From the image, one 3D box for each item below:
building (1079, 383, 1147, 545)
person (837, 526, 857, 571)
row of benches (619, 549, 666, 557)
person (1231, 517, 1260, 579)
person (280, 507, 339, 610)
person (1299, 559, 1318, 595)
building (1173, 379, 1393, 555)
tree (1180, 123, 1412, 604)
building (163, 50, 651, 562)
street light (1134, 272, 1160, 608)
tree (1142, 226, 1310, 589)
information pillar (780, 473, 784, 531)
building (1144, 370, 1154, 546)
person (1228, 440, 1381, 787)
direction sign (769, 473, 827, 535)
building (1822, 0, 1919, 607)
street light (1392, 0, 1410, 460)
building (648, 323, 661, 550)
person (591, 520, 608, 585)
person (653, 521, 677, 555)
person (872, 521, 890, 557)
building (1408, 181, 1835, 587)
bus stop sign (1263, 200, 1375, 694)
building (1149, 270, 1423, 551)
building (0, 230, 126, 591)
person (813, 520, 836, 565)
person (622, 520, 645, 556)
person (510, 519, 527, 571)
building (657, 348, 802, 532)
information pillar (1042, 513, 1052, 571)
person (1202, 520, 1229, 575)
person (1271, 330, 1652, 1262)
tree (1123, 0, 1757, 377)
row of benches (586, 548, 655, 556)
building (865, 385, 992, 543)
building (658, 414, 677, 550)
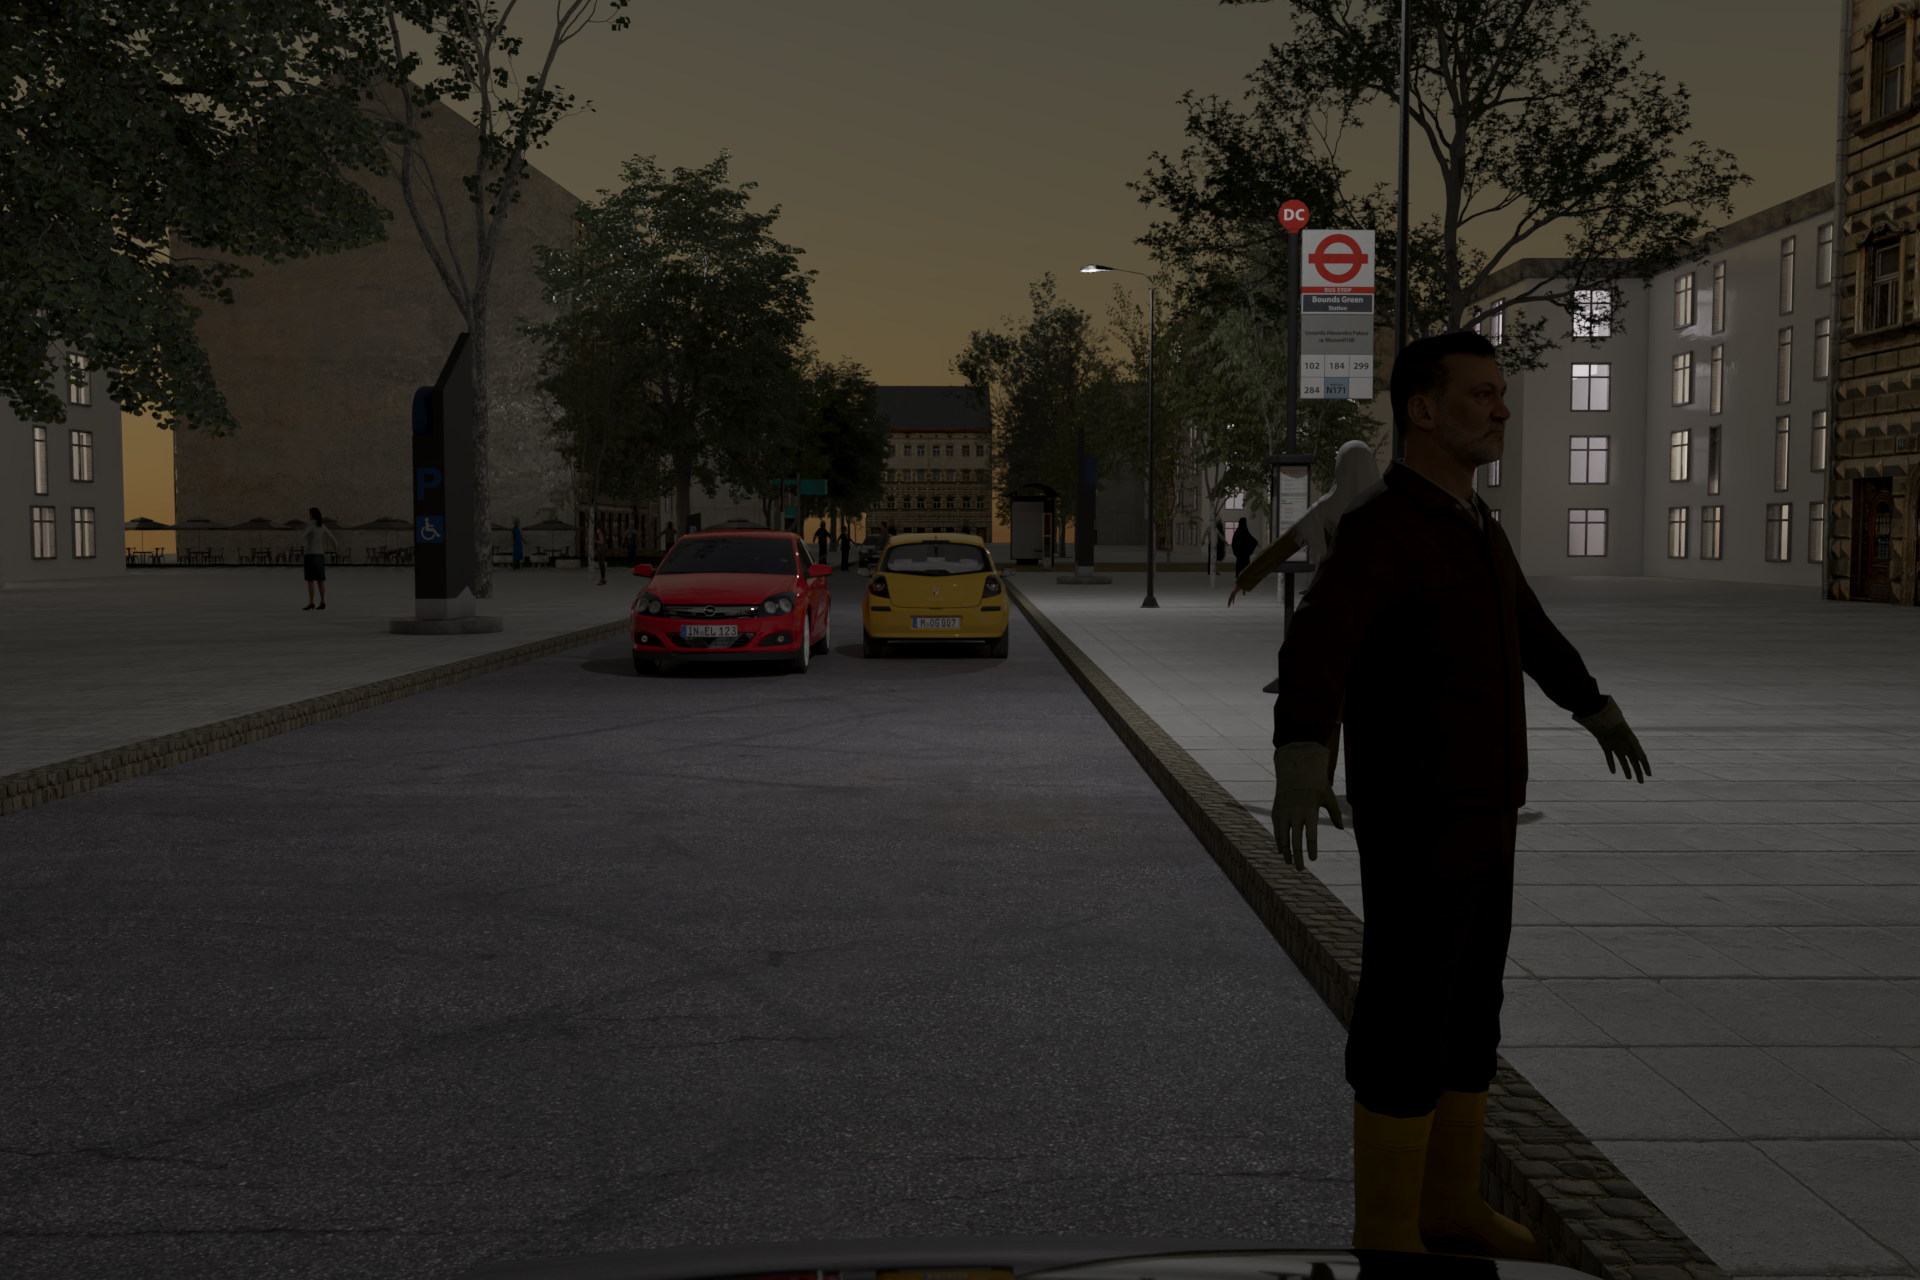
[{"bbox_3d":[23.910,-21.046,210.556,16.747,18.905,31.486,0,3,0],"label":"building"},{"bbox_3d":[-4.353,-3.505,66.493,0.721,1.740,1.216,2,4,35],"label":"person"},{"bbox_3d":[-12.553,-3.548,73.465,4.104,0.672,1.422,-2,4,-26],"label":"row of benches"},{"bbox_3d":[7.698,-2.441,46.704,0.721,1.737,1.214,-2,4,-26],"label":"person"},{"bbox_3d":[-10.983,-1.376,29.330,0.721,1.735,1.217,2,4,27],"label":"person"},{"bbox_3d":[7.384,-1.875,36.807,0.704,1.811,1.347,0,4,5],"label":"person"},{"bbox_3d":[19.494,-10.140,107.939,9.099,9.664,28.070,0,4,0],"label":"building"},{"bbox_3d":[5.892,-4.970,31.619,4.360,8.622,3.978,0,3,0],"label":"tree"},{"bbox_3d":[-26.804,-15.731,88.129,19.493,23.208,18.063,0,4,0],"label":"building"},{"bbox_3d":[3.853,-3.513,29.985,1.470,5.913,1.316,0,4,0],"label":"street light"},{"bbox_3d":[6.053,-5.494,40.196,4.737,8.622,4.395,0,3,0],"label":"tree"},{"bbox_3d":[-6.757,-4.563,65.967,0.183,3.616,0.504,0,4,1],"label":"information pillar"},{"bbox_3d":[25.569,-20.413,190.177,16.016,20.090,11.380,0,4,1],"label":"building"},{"bbox_3d":[1.937,-0.109,8.557,1.217,1.736,0.721,1,4,11],"label":"person"},{"bbox_3d":[-7.034,-5.343,76.127,2.525,3.948,1.411,0,4,1],"label":"direction sign"},{"bbox_3d":[26.083,-11.811,24.038,19.493,23.208,18.063,0,4,0],"label":"building"},{"bbox_3d":[3.404,-2.365,11.209,1.470,5.913,1.316,0,3,0],"label":"street light"},{"bbox_3d":[-29.478,-16.932,107.769,19.493,23.208,18.063,0,4,-1],"label":"building"},{"bbox_3d":[-9.040,-2.195,43.398,0.415,1.643,0.593,-3,4,-38],"label":"person"},{"bbox_3d":[-11.588,-3.861,69.261,1.348,1.813,0.705,-1,4,-16],"label":"person"},{"bbox_3d":[-2.173,-2.451,48.805,0.705,1.796,1.348,1,4,14],"label":"person"},{"bbox_3d":[21.626,-6.774,52.901,9.099,9.664,28.070,0,4,0],"label":"building"},{"bbox_3d":[2.885,-1.544,13.940,0.855,3.939,0.416,0,3,0],"label":"bus stop sign"},{"bbox_3d":[25.199,-18.514,133.634,19.493,23.208,18.063,0,4,0],"label":"building"},{"bbox_3d":[-26.169,-5.933,39.160,9.099,9.664,28.070,0,4,-1],"label":"building"},{"bbox_3d":[-5.680,-4.050,71.998,0.705,1.856,1.354,3,5,40],"label":"person"},{"bbox_3d":[-13.114,-3.884,69.368,0.705,1.847,1.347,2,4,29],"label":"person"},{"bbox_3d":[-15.331,-3.296,60.018,0.704,1.817,1.347,0,4,5],"label":"person"},{"bbox_3d":[-26.233,-19.232,180.892,16.747,18.905,31.486,0,4,0],"label":"building"},{"bbox_3d":[3.063,-3.456,60.998,0.304,2.012,0.304,0,4,-2],"label":"information pillar"},{"bbox_3d":[7.953,-2.945,54.301,0.704,1.810,1.344,3,5,44],"label":"person"},{"bbox_3d":[0.938,0.324,3.301,0.704,1.812,1.346,3,5,44],"label":"person"},{"bbox_3d":[5.449,-5.266,20.519,7.601,10.594,8.767,-1,4,-17],"label":"tree"},{"bbox_3d":[-14.795,-3.745,76.696,1.422,0.672,4.104,3,4,36],"label":"row of benches"},{"bbox_3d":[-4.729,-25.783,254.937,18.063,23.208,19.493,0,4,-2],"label":"building"},{"bbox_3d":[-25.159,-11.663,132.834,9.099,9.664,28.070,0,4,-1],"label":"building"}]
